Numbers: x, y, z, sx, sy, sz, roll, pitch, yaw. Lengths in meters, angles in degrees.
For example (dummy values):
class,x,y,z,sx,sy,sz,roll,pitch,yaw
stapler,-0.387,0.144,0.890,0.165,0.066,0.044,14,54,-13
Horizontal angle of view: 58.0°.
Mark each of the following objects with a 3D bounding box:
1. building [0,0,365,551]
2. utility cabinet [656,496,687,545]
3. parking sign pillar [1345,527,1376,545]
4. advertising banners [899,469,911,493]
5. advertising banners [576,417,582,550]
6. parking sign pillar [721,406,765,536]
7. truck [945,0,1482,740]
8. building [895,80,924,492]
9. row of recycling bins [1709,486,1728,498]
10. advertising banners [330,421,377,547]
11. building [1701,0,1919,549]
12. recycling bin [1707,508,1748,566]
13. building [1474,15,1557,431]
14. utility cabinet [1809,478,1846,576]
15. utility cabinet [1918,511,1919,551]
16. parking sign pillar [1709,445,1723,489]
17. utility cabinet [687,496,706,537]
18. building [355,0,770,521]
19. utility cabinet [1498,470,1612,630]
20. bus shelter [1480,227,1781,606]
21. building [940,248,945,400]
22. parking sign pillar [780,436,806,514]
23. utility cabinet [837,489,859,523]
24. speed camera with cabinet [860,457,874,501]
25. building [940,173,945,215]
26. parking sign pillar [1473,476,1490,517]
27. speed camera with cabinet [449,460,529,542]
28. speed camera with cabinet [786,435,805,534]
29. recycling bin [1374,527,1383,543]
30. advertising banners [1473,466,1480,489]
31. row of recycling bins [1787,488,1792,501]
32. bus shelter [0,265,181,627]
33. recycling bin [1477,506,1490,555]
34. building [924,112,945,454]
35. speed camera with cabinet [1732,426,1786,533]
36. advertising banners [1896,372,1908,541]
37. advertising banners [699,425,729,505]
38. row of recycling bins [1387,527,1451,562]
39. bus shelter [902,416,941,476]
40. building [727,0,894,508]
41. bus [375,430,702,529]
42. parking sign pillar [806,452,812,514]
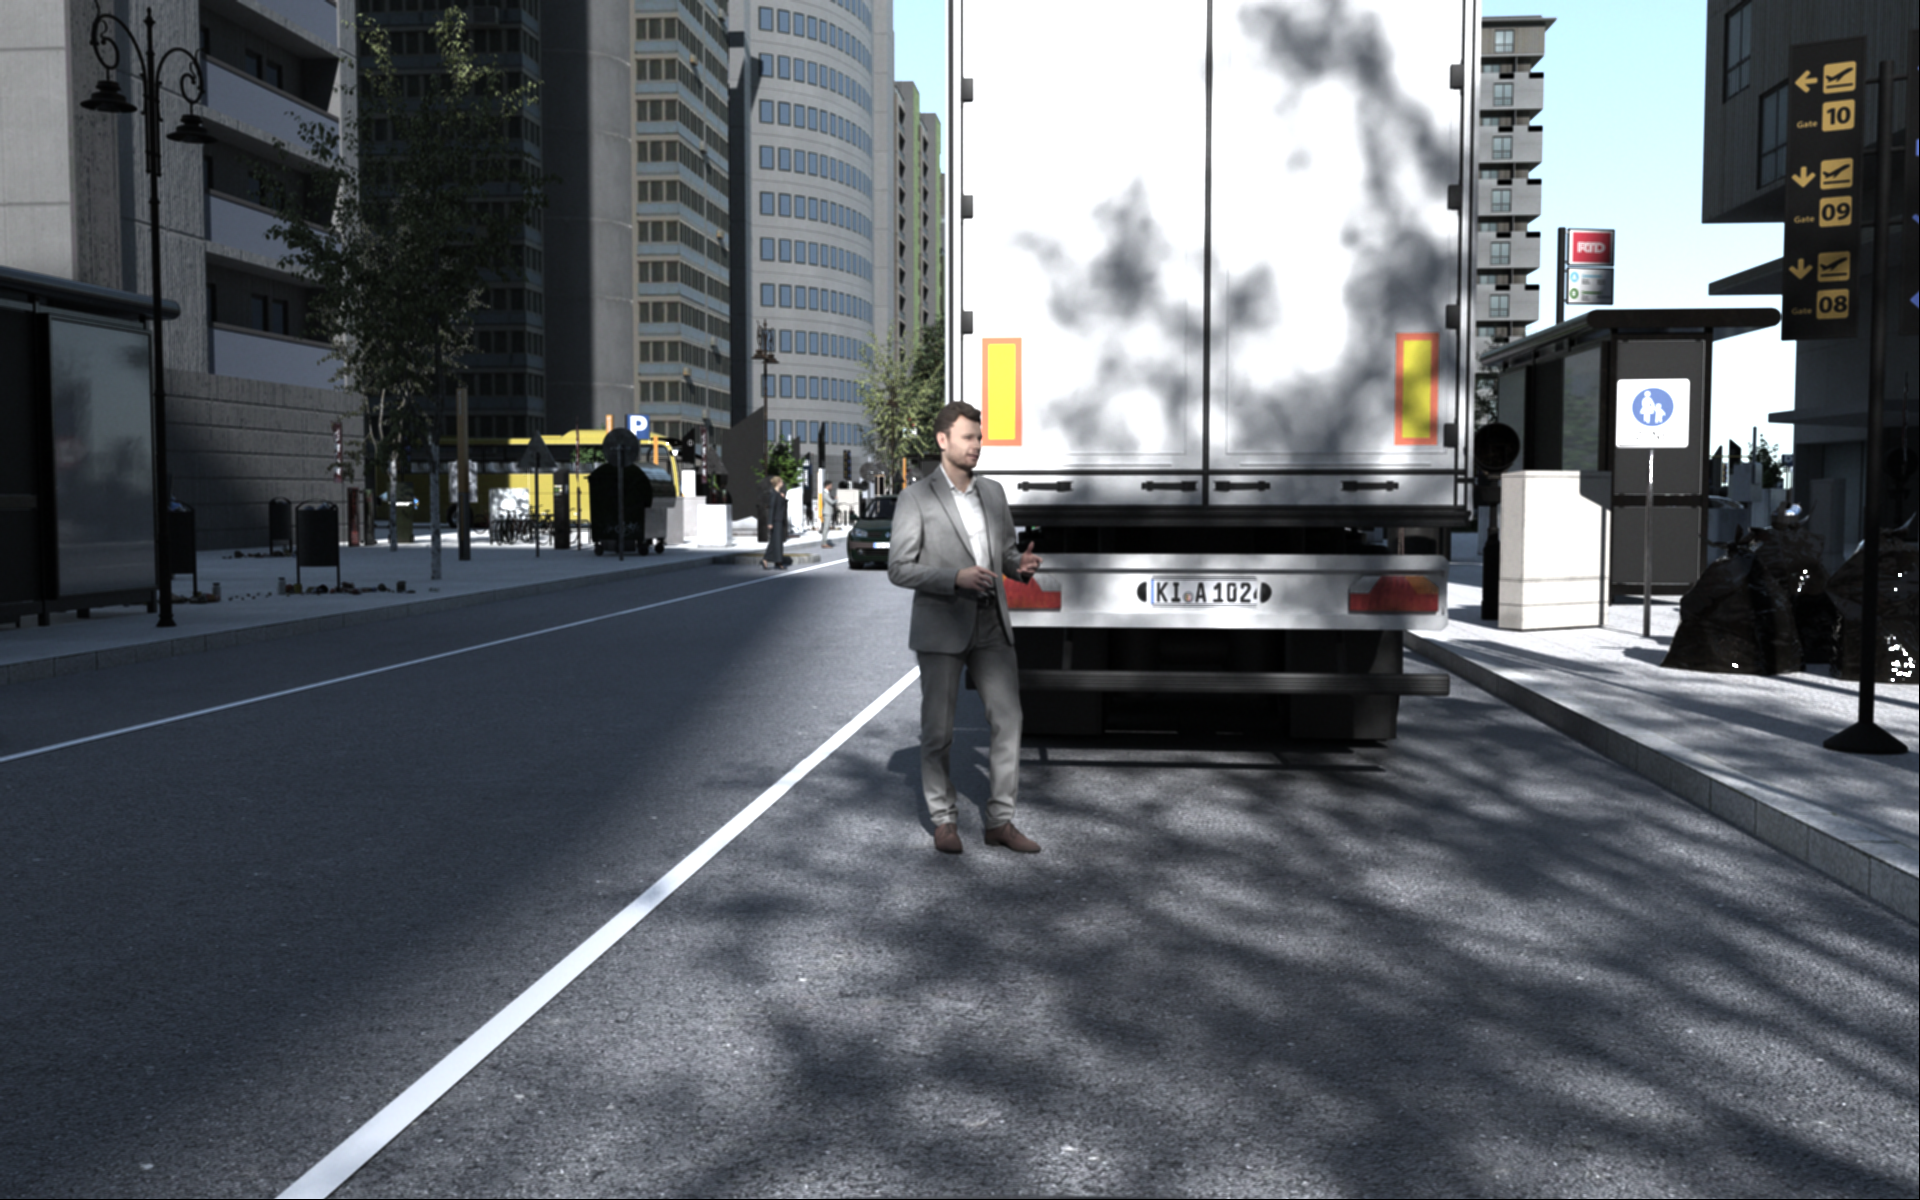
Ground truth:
class,x,y,z,sx,sy,sz,roll,pitch,yaw
building,-30.616,-30.611,42.483,28.212,58.520,21.231,0,4,5
utility cabinet,-7.411,-2.022,44.216,0.306,1.237,1.020,1,4,17
parking sign pillar,8.591,-3.072,38.706,1.447,3.967,1.447,0,4,1
advertising banners,-4.244,-7.589,120.261,2.074,3.025,0.090,-2,4,-25
advertising banners,-8.758,-2.665,39.755,0.090,3.025,2.074,-1,4,-11
parking sign pillar,-6.644,-3.957,53.165,1.447,3.967,1.447,0,4,0
truck,1.775,-1.503,13.486,2.839,4.237,11.283,0,4,7
building,-11.630,-29.574,167.133,14.154,41.232,14.086,0,4,5
row of recycling bins,37.771,-4.849,86.392,3.534,1.692,1.069,-1,4,-16
advertising banners,-14.803,-2.819,42.275,0.090,3.025,2.074,1,4,9
building,32.342,-27.084,32.057,28.713,52.752,27.495,0,4,5
recycling bin,13.536,-1.125,30.945,0.722,1.027,0.722,-1,4,-18
building,47.761,-36.806,191.016,28.713,52.752,27.495,0,4,5
utility cabinet,12.087,-0.948,24.176,0.318,1.500,1.173,2,4,34
utility cabinet,10.945,-0.463,18.734,1.020,1.237,0.306,2,4,29
parking sign pillar,41.509,-6.544,95.462,1.447,3.967,1.447,-3,5,-44
utility cabinet,-8.082,-2.483,51.751,1.020,1.237,0.306,-3,5,-43
building,-25.832,-24.547,93.230,32.217,40.220,23.993,0,4,5
utility cabinet,5.650,-0.476,16.464,1.173,1.500,0.318,-2,4,-30
bus shelter,8.585,-2.827,23.857,2.179,5.291,8.768,0,4,5
building,-9.186,-25.934,195.718,14.160,30.474,14.107,0,4,5
parking sign pillar,-8.043,-5.606,80.123,1.447,3.967,1.447,0,4,-2
utility cabinet,-4.908,-4.115,75.965,0.318,1.500,1.173,-3,5,-45
speed camera with cabinet,-5.481,-5.980,92.108,2.038,3.252,0.660,2,4,32
building,-5.786,-39.188,264.432,21.300,48.544,21.600,0,4,5
parking sign pillar,28.745,-6.569,95.882,1.447,3.967,1.447,0,4,-1
speed camera with cabinet,-12.843,-3.234,47.213,2.038,3.252,0.660,-2,4,-25
speed camera with cabinet,-5.454,-3.844,57.187,0.660,3.252,2.038,0,4,-3
recycling bin,10.747,-2.022,45.622,0.722,1.027,0.722,0,4,7
advertising banners,25.652,-5.623,88.127,0.090,3.025,2.074,-3,4,-38
row of recycling bins,50.071,-5.775,101.535,3.534,1.692,1.069,-1,4,-17
bus shelter,-9.880,-2.250,14.412,2.179,5.291,8.768,0,4,5
recycling bin,11.321,-1.449,36.253,0.722,1.027,0.722,-1,4,-9
building,-9.666,-30.427,181.070,14.154,41.232,14.086,0,4,5
speed camera with cabinet,23.684,-3.483,51.283,2.038,3.252,0.660,-3,4,-36
advertising banners,13.274,-1.725,24.388,0.090,3.025,2.074,2,4,30
advertising banners,-6.387,-2.983,44.966,0.090,3.025,2.074,1,4,12
row of recycling bins,8.677,-1.553,32.508,1.069,1.692,3.534,1,4,21
bus shelter,-1.639,-6.996,92.009,2.179,5.291,8.768,0,4,6
building,-17.072,-35.721,126.034,21.231,58.520,28.212,0,4,5
bus,-16.152,-4.610,66.923,12.252,3.916,2.896,0,4,4
parking sign pillar,-10.088,-7.547,111.862,1.447,3.967,1.447,3,4,39
